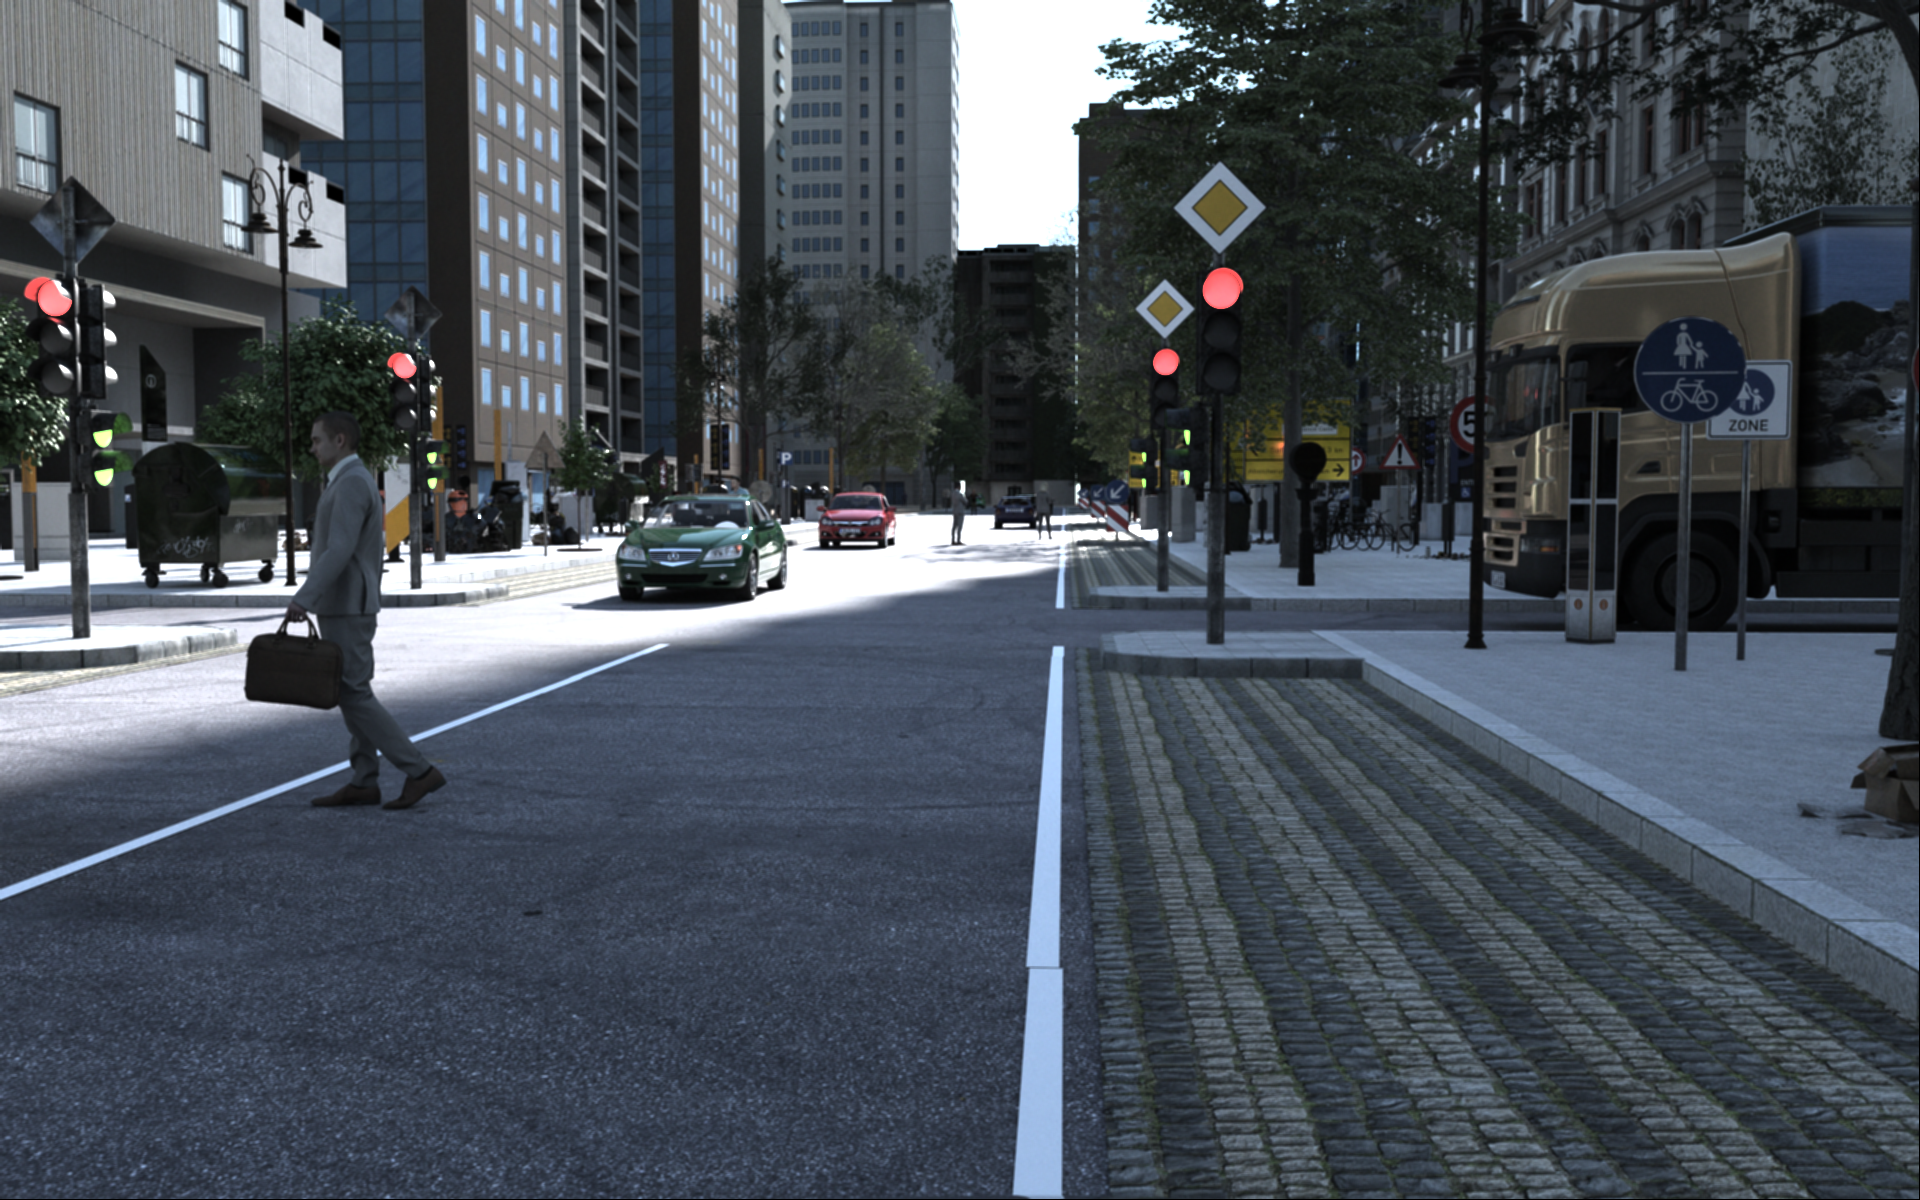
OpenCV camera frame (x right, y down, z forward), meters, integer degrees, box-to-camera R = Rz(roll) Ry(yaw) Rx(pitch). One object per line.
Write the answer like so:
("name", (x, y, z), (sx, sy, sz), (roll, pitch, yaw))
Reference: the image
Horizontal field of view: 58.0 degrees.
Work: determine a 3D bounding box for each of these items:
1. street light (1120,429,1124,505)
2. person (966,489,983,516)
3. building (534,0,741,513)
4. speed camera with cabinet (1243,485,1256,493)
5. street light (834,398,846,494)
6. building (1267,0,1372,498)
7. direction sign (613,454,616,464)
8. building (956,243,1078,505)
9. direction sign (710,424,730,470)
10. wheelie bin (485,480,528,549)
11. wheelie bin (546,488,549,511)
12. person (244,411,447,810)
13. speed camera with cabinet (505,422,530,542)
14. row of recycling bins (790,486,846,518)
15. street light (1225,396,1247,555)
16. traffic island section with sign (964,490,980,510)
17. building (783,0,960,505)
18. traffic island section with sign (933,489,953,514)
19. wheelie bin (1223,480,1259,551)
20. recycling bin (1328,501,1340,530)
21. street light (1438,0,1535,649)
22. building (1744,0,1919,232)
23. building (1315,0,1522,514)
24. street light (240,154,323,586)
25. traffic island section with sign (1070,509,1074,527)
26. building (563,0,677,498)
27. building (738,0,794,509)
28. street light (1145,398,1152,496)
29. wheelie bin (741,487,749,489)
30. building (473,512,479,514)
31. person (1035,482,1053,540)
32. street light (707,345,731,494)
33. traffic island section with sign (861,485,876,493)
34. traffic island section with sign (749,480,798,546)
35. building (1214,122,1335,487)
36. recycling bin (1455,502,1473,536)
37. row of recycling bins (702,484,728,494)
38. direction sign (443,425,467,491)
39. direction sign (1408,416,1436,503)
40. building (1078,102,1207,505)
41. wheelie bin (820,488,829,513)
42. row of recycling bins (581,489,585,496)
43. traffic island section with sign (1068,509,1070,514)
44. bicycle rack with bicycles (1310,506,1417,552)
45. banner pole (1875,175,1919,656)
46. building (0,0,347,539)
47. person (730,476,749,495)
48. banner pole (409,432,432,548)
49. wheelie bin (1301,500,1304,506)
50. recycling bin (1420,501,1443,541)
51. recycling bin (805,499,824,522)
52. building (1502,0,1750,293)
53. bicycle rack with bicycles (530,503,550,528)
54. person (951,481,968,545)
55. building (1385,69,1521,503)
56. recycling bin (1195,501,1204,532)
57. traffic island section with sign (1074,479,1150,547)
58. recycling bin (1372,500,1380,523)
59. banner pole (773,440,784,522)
("street light", (9.075, -7.568, 96.531), (0.468, 5.910, 1.993), (0, 4, 3))
("person", (0.903, -6.470, 114.798), (1.217, 1.766, 0.721), (1, 4, 12))
("building", (-24.403, -29.193, 127.410), (14.600, 45.320, 14.200), (0, 4, 3))
("speed camera with cabinet", (12.498, -4.952, 75.305), (0.660, 3.252, 2.038), (1, 4, 23))
("street light", (-5.785, -6.772, 83.505), (0.468, 5.910, 1.993), (0, 4, 3))
("building", (38.029, -50.651, 140.822), (22.319, 86.520, 31.000), (0, 4, 3))
("direction sign", (-19.682, -6.497, 98.217), (0.379, 3.537, 0.876), (1, 4, 14))
("building", (6.679, -26.362, 202.712), (14.107, 30.474, 14.160), (0, 4, 3))
("direction sign", (-7.807, -3.937, 56.371), (0.876, 3.537, 0.379), (3, 5, 40))
("wheelie bin", (-10.494, -1.976, 40.220), (0.980, 1.594, 0.693), (-2, 4, -34))
("wheelie bin", (-19.279, -4.537, 82.083), (0.693, 1.594, 0.980), (2, 4, 26))
("person", (-2.808, 0.043, 7.918), (0.853, 1.813, 0.709), (-1, 4, -19))
("speed camera with cabinet", (-11.962, -3.211, 46.831), (0.660, 3.252, 2.038), (-1, 4, -15))
("row of recycling bins", (-7.945, -5.332, 94.287), (3.534, 1.692, 1.069), (-1, 4, -19))
("street light", (5.648, -3.895, 36.471), (0.468, 5.910, 1.993), (0, 4, 3))
("traffic island section with sign", (0.729, -8.775, 152.096), (1.989, 1.847, 2.006), (0, 4, 3))
("building", (-14.244, -40.636, 206.398), (28.212, 58.520, 21.231), (0, 4, 3))
("traffic island section with sign", (-0.911, -7.118, 124.999), (1.989, 1.847, 2.006), (0, 4, 3))
("wheelie bin", (6.168, -1.899, 38.956), (0.693, 1.594, 0.980), (-1, 4, -11))
("recycling bin", (13.053, -2.998, 61.573), (0.722, 1.027, 0.722), (0, 4, -3))
("street light", (4.297, -2.536, 14.258), (0.468, 5.910, 1.993), (0, 4, 3))
("building", (28.642, -11.306, 39.604), (16.860, 20.320, 10.420), (0, 4, 3))
("building", (40.475, -25.814, 113.939), (32.217, 40.220, 23.993), (0, 4, 3))
("street light", (-9.349, -3.134, 24.034), (0.468, 5.910, 1.993), (0, 4, 3))
("traffic island section with sign", (5.848, -4.051, 74.864), (1.989, 1.847, 2.006), (0, 4, 3))
("building", (-29.316, -41.056, 109.511), (20.563, 71.187, 20.611), (0, 4, 3))
("building", (-26.625, -32.229, 150.648), (21.600, 48.544, 21.300), (0, 4, 3))
("street light", (7.397, -5.759, 66.943), (0.468, 5.910, 1.993), (0, 4, 3))
("wheelie bin", (-10.259, -4.584, 82.863), (0.980, 1.594, 0.693), (-3, 5, -40))
("building", (-27.212, -26.312, 80.315), (14.600, 45.320, 14.200), (0, 4, 3))
("person", (2.628, -2.805, 54.544), (0.537, 1.800, 0.526), (2, 4, 34))
("street light", (-7.492, -4.962, 53.919), (0.468, 5.910, 1.993), (0, 4, 3))
("traffic island section with sign", (-3.933, -4.059, 74.985), (1.989, 1.847, 2.006), (0, 4, 3))
("traffic island section with sign", (-5.562, -2.407, 47.987), (1.989, 1.847, 2.006), (0, 4, 3))
("building", (42.524, -33.589, 203.797), (28.867, 44.769, 22.147), (0, 4, 3))
("recycling bin", (15.679, -2.503, 53.484), (0.722, 1.027, 0.722), (0, 4, -1))
("row of recycling bins", (-10.176, -3.979, 72.174), (1.069, 1.692, 3.534), (-1, 4, -12))
("direction sign", (-16.558, -3.962, 56.776), (0.876, 3.537, 0.379), (1, 4, 17))
("direction sign", (13.466, -3.583, 50.584), (0.876, 3.537, 0.379), (-1, 4, -14))
("building", (20.797, -33.708, 201.233), (14.200, 45.320, 14.600), (0, 4, 3))
("wheelie bin", (-7.242, -5.026, 90.090), (0.693, 1.594, 0.980), (2, 4, 25))
("row of recycling bins", (-16.222, -4.447, 79.828), (1.069, 1.692, 3.534), (1, 4, 22))
("traffic island section with sign", (8.833, -7.081, 124.402), (1.989, 1.847, 2.006), (0, 4, 3))
("bicycle rack with bicycles", (8.591, -1.596, 39.473), (2.852, 0.926, 2.925), (-2, 4, -25))
("banner pole", (7.703, -1.440, 13.567), (0.863, 3.779, 0.401), (3, 5, 43))
("building", (-35.956, -28.242, 50.995), (28.713, 52.752, 27.495), (0, 4, 3))
("person", (-4.607, -1.724, 36.715), (0.660, 1.820, 0.620), (3, 4, 36))
("banner pole", (-12.607, -3.105, 40.780), (0.863, 3.779, 0.401), (1, 4, 20))
("wheelie bin", (16.068, -4.436, 80.439), (0.693, 1.594, 0.980), (1, 4, 17))
("recycling bin", (13.145, -2.175, 48.109), (0.722, 1.027, 0.722), (-1, 4, -12))
("recycling bin", (-6.765, -4.161, 80.581), (0.722, 1.027, 0.722), (1, 4, 15))
("building", (28.523, -16.687, 60.226), (14.401, 28.519, 23.554), (0, 4, 3))
("bicycle rack with bicycles", (-16.266, -3.202, 65.737), (2.852, 0.926, 2.925), (-3, 5, -43))
("person", (0.002, -2.446, 48.665), (0.511, 1.800, 0.466), (3, 5, 42))
("building", (29.554, -14.845, 84.513), (13.314, 21.916, 24.055), (0, 4, 3))
("recycling bin", (8.371, -2.872, 59.510), (0.722, 1.027, 0.722), (0, 4, 6))
("traffic island section with sign", (4.216, -2.397, 47.816), (1.989, 1.847, 2.006), (0, 4, 3))
("recycling bin", (17.738, -3.673, 72.600), (0.722, 1.027, 0.722), (0, 4, -8))
("banner pole", (-8.842, -5.741, 83.876), (0.401, 3.779, 0.863), (2, 4, 27))
